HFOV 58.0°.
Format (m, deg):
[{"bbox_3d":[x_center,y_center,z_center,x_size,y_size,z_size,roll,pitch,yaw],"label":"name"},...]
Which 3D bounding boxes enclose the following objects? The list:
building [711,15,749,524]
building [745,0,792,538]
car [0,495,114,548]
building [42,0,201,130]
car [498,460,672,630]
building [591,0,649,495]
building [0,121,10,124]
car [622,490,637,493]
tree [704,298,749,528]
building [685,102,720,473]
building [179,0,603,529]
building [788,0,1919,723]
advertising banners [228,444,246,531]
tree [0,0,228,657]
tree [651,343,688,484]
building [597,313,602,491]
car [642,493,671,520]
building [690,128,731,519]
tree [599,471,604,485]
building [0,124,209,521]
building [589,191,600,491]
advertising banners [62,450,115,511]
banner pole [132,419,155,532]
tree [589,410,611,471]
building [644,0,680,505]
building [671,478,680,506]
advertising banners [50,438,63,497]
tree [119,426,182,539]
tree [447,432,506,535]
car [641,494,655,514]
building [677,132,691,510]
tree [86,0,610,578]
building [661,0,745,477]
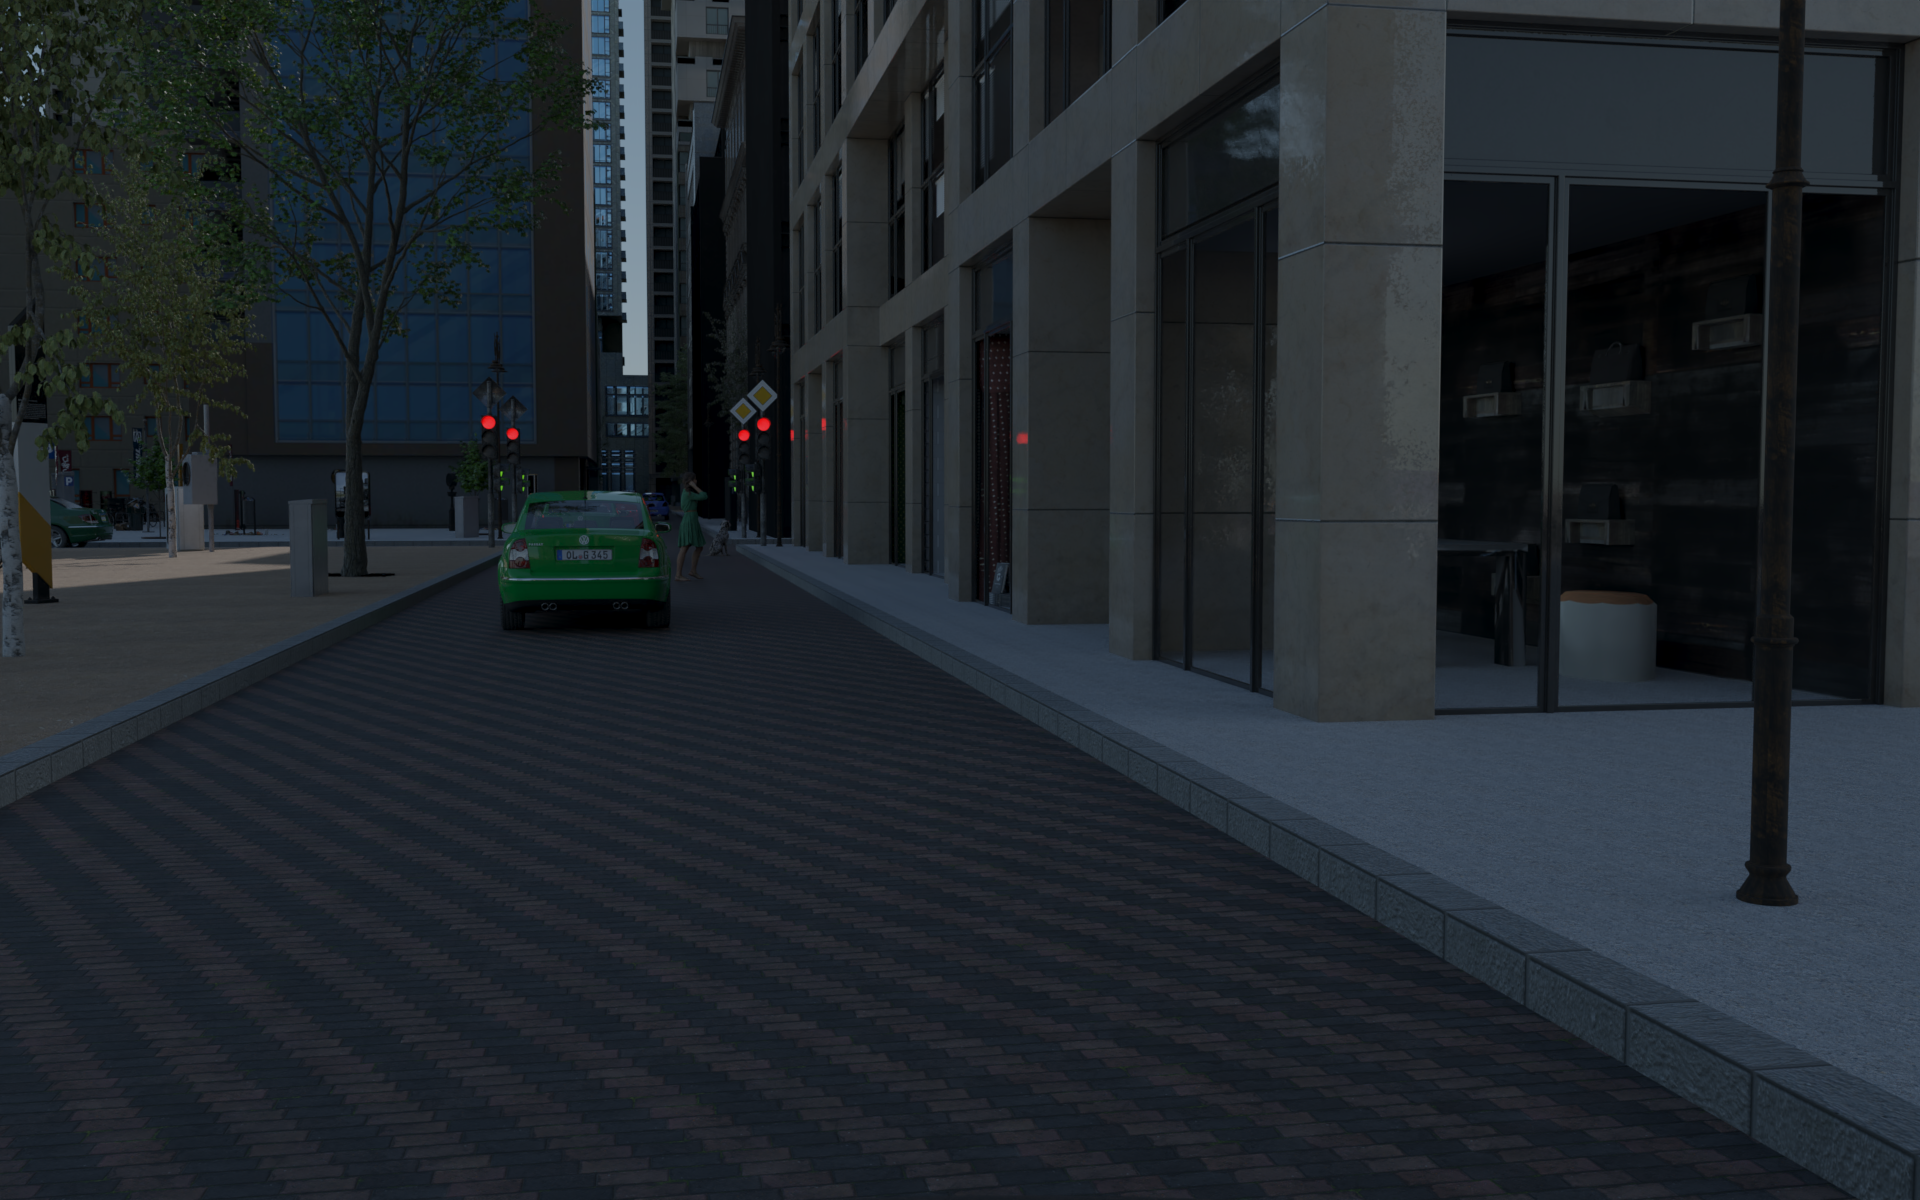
[{"bbox_3d":[-5.367,-15.322,79.401,11.050,23.489,19.941,-1,4,-10],"label":"building"},{"bbox_3d":[1.303,-13.899,56.927,15.834,23.373,12.332,-1,4,-10],"label":"building"},{"bbox_3d":[-23.980,-1.938,43.477,4.920,1.459,2.131,-1,4,-10],"label":"car"},{"bbox_3d":[-94.227,-46.896,204.998,20.611,71.187,20.563,-1,4,-10],"label":"building"},{"bbox_3d":[-4.255,-0.670,19.748,1.959,1.807,4.718,-1,4,-11],"label":"car"},{"bbox_3d":[-54.258,-54.988,211.731,31.000,86.520,22.319,-1,4,-10],"label":"building"},{"bbox_3d":[-111.250,-33.621,199.808,14.200,45.320,14.600,-1,4,-10],"label":"building"},{"bbox_3d":[-33.315,-10.143,174.504,2.281,1.827,5.304,-1,4,-8],"label":"car"},{"bbox_3d":[-7.812,-7.019,65.123,4.360,8.622,3.978,0,3,0],"label":"tree"},{"bbox_3d":[-11.864,-18.198,115.558,12.078,24.808,19.932,-1,4,-10],"label":"building"},{"bbox_3d":[-22.006,-25.638,69.297,14.600,45.320,14.200,-1,4,-10],"label":"building"},{"bbox_3d":[8.350,-13.628,27.339,19.350,26.468,34.151,-1,4,-10],"label":"building"},{"bbox_3d":[-25.519,-3.970,61.103,0.090,3.025,2.074,-1,4,-9],"label":"advertising banners"},{"bbox_3d":[-7.557,-3.844,13.219,4.737,8.622,4.395,0,3,0],"label":"tree"},{"bbox_3d":[-19.443,-12.951,129.879,7.486,12.596,7.792,0,3,0],"label":"tree"},{"bbox_3d":[-52.829,-20.639,182.488,28.899,21.520,27.650,-1,4,-10],"label":"building"},{"bbox_3d":[-16.943,-5.270,95.749,1.945,1.707,3.694,-1,4,-9],"label":"car"},{"bbox_3d":[-8.739,-16.413,98.026,12.332,23.373,15.834,-1,4,-10],"label":"building"},{"bbox_3d":[-36.412,-11.313,168.687,4.285,4.588,4.351,0,3,0],"label":"tree"},{"bbox_3d":[-36.093,-15.436,97.414,27.650,21.520,28.899,-1,4,-10],"label":"building"},{"bbox_3d":[-40.234,-23.580,157.238,14.160,30.474,14.107,-1,4,-10],"label":"building"},{"bbox_3d":[-34.885,-4.463,69.162,2.074,3.025,0.090,-3,5,-43],"label":"advertising banners"},{"bbox_3d":[-27.252,-4.139,57.693,0.401,3.779,0.863,1,4,14],"label":"banner pole"},{"bbox_3d":[-26.010,-10.262,118.148,4.360,8.622,3.978,0,3,0],"label":"tree"},{"bbox_3d":[-28.852,-47.612,216.716,20.611,71.187,20.563,-1,4,-10],"label":"building"},{"bbox_3d":[-15.475,-30.471,190.089,32.217,40.220,23.993,-1,4,-10],"label":"building"},{"bbox_3d":[-28.437,-3.557,54.353,0.090,3.025,2.074,-2,4,-34],"label":"advertising banners"},{"bbox_3d":[-23.044,-3.378,49.836,1.663,3.219,1.824,0,3,0],"label":"tree"},{"bbox_3d":[-15.084,-3.627,53.907,1.663,3.219,1.824,0,3,0],"label":"tree"},{"bbox_3d":[-11.832,-3.179,61.011,2.155,1.783,4.494,-1,4,-10],"label":"car"},{"bbox_3d":[-16.089,-22.674,142.423,14.160,30.474,14.107,-1,4,-10],"label":"building"},{"bbox_3d":[-9.261,-6.173,26.685,9.928,11.665,9.643,0,3,0],"label":"tree"},{"bbox_3d":[-13.306,-35.152,163.974,28.713,52.752,27.495,-1,4,-10],"label":"building"}]
